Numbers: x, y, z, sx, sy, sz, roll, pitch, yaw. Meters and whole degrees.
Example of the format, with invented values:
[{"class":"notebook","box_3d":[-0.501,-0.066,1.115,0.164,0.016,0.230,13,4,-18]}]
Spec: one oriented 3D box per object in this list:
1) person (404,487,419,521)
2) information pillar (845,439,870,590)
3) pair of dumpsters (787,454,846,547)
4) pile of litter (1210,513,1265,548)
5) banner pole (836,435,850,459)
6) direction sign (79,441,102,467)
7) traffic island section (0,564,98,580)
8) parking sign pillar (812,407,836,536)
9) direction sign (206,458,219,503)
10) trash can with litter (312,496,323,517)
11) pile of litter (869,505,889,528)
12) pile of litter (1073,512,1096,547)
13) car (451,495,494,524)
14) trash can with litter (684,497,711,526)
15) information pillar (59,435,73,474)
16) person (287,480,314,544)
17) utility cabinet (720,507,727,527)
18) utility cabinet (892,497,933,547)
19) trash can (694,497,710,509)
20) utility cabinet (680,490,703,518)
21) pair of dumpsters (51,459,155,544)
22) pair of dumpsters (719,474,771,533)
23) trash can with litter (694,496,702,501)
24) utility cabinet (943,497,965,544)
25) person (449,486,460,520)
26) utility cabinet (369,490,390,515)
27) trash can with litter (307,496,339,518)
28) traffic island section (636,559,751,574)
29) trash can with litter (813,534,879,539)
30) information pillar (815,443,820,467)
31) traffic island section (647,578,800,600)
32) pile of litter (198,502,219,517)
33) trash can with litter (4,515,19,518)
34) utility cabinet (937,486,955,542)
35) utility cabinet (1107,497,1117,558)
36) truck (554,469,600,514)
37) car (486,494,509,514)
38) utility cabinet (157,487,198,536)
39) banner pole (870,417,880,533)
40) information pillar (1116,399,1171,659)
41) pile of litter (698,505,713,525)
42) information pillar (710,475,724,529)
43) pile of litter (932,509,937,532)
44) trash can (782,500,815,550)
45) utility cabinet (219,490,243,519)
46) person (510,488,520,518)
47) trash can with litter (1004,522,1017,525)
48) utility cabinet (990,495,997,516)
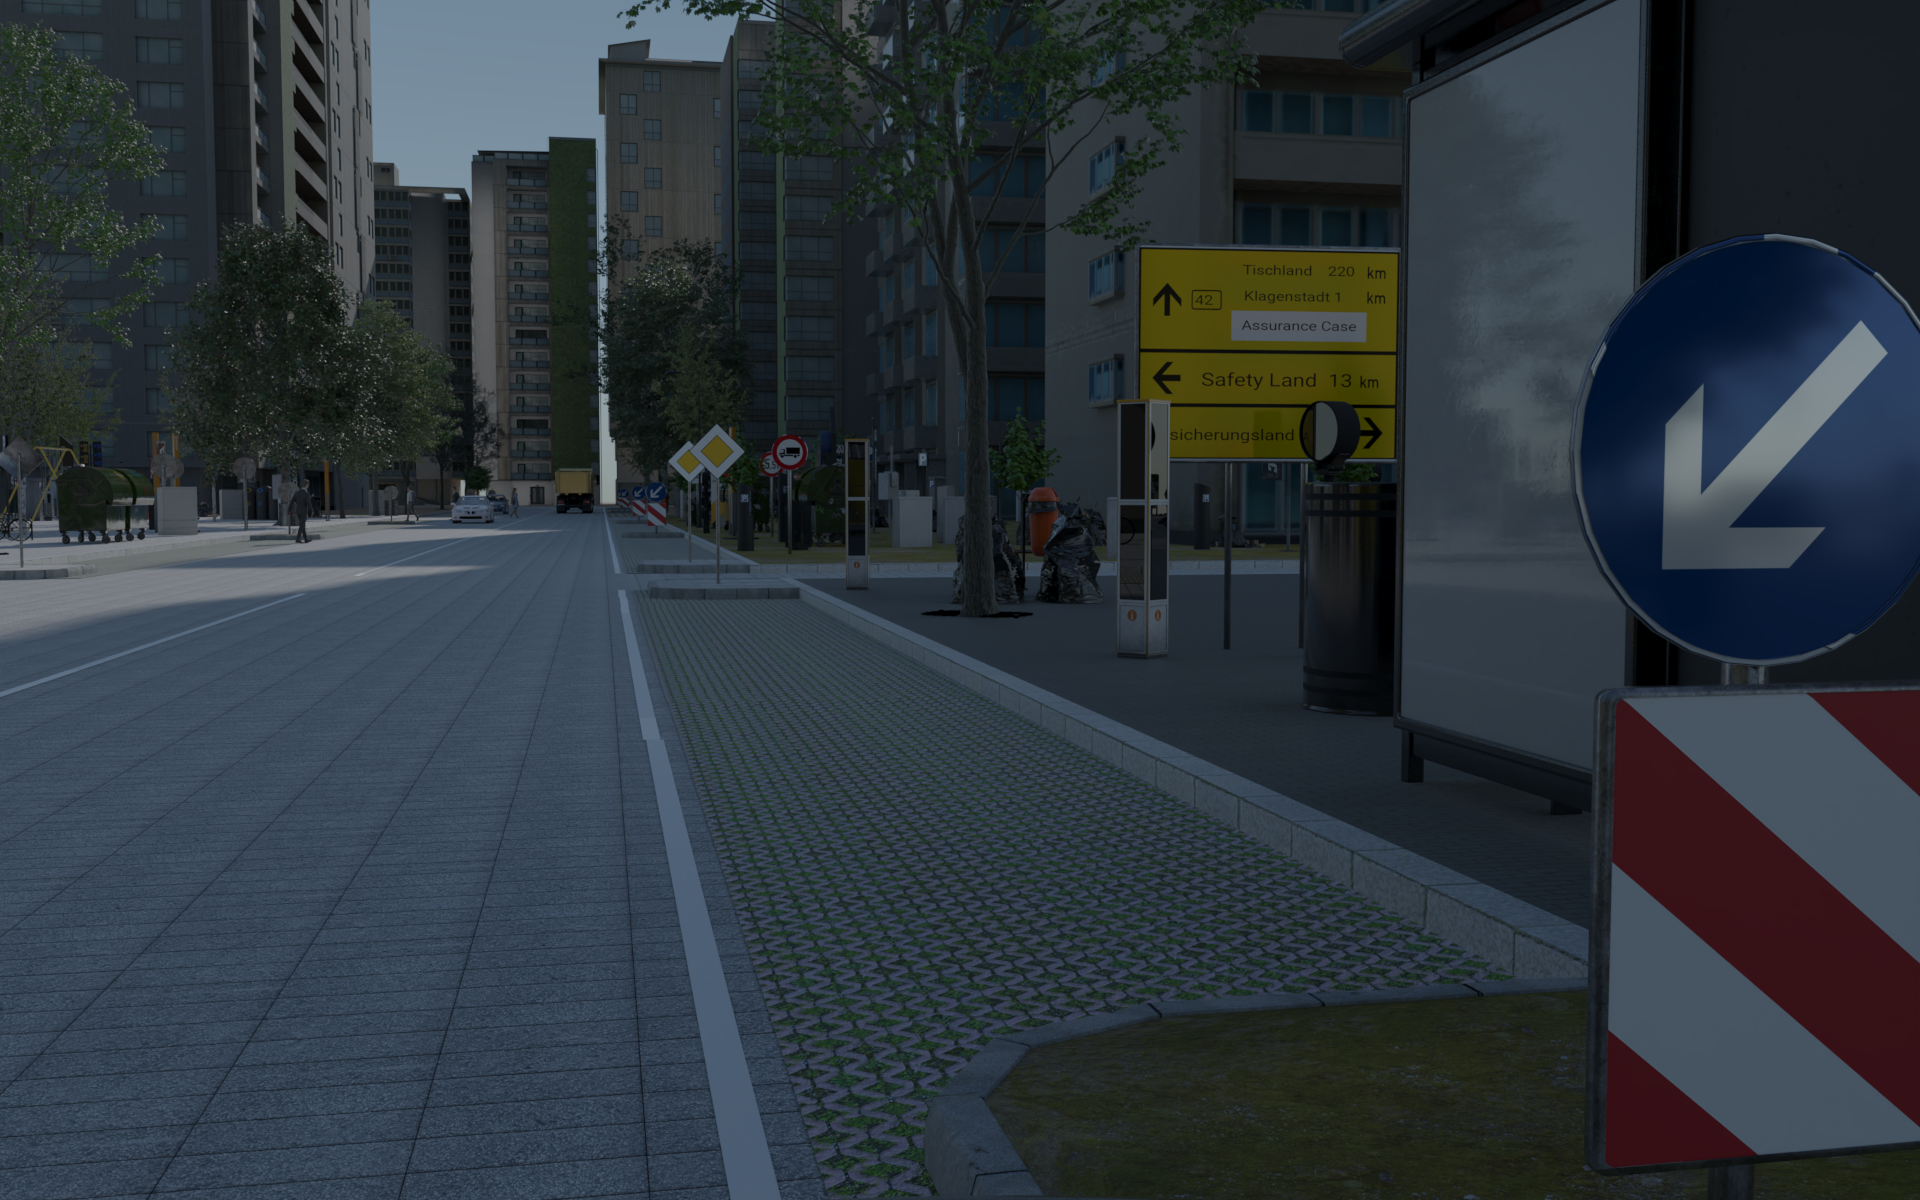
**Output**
[{"class":"person","box_3d":[-28.910,-5.058,91.297,0.850,1.850,0.679,1,4,16]},{"class":"information pillar","box_3d":[-1.374,-1.147,23.242,0.304,2.012,0.304,0,4,1]},{"class":"pair of dumpsters","box_3d":[-3.367,-2.526,43.801,1.574,2.255,4.437,-1,4,-12]},{"class":"pile of litter","box_3d":[6.690,-1.708,41.889,1.176,0.858,1.719,-1,4,-12]},{"class":"banner pole","box_3d":[-4.962,-5.111,73.576,0.863,3.779,0.401,0,4,0]},{"class":"direction sign","box_3d":[-37.365,-5.047,74.518,0.876,3.537,0.379,-3,5,-41]},{"class":"traffic island section","box_3d":[-16.410,-0.488,30.263,2.009,0.180,2.903,-1,4,-12]},{"class":"parking sign pillar","box_3d":[-4.013,-3.946,52.989,1.447,3.967,1.447,0,4,-7]},{"class":"direction sign","box_3d":[-42.910,-6.571,99.440,0.876,3.537,0.379,1,4,18]},{"class":"trash can with litter","box_3d":[-35.772,-5.189,96.225,0.624,1.170,1.055,0,4,-6]},{"class":"pile of litter","box_3d":[-3.433,-3.196,66.215,1.719,0.858,1.176,-2,4,-27]},{"class":"pile of litter","box_3d":[2.613,-1.635,40.697,1.176,0.858,1.719,2,4,32]},{"class":"car","box_3d":[-24.137,-4.497,85.895,2.083,1.381,4.827,-1,4,-13]},{"class":"trash can with litter","box_3d":[-10.438,-3.519,68.919,1.055,1.170,0.624,1,4,12]},{"class":"information pillar","box_3d":[-35.216,-4.706,68.297,0.504,3.616,0.183,0,4,-3]},{"class":"person","box_3d":[-19.032,-2.567,50.250,0.659,1.850,0.755,2,4,27]},{"class":"utility cabinet","box_3d":[-8.746,-3.541,66.572,1.173,1.500,0.318,-2,4,-25]},{"class":"utility cabinet","box_3d":[-1.157,-1.885,41.979,1.020,1.237,0.306,-3,4,-38]},{"class":"trash can","box_3d":[-11.538,-4.027,77.489,0.748,1.137,0.748,0,3,0]},{"class":"utility cabinet","box_3d":[-14.034,-5.003,90.473,1.173,1.500,0.318,-3,4,-38]},{"class":"pair of dumpsters","box_3d":[-22.848,-2.675,46.231,1.574,2.255,4.437,-1,4,-12]},{"class":"pair of dumpsters","box_3d":[-7.329,-3.481,59.415,1.574,2.255,4.437,-1,4,-12]},{"class":"trash can with litter","box_3d":[-12.400,-4.523,85.014,2.233,1.210,1.678,0,4,-5]},{"class":"utility cabinet","box_3d":[0.081,-2.061,44.867,1.020,1.237,0.306,0,4,-4]},{"class":"person","box_3d":[-26.997,-5.155,92.566,0.755,1.850,0.659,-2,4,-32]},{"class":"utility cabinet","box_3d":[-34.350,-5.738,102.493,1.173,1.500,0.318,0,4,-3]},{"class":"trash can with litter","box_3d":[-34.728,-5.036,93.403,2.233,1.210,1.678,-1,4,-10]},{"class":"traffic island section","box_3d":[-5.059,-0.631,32.603,2.009,0.180,2.903,-1,4,-12]},{"class":"trash can with litter","box_3d":[-3.498,-2.379,49.957,2.233,1.210,1.678,0,4,3]},{"class":"information pillar","box_3d":[-6.026,-5.081,74.434,0.504,3.616,0.183,3,5,43]},{"class":"traffic island section","box_3d":[-3.437,-0.153,24.784,2.009,0.180,2.903,-1,4,-12]},{"class":"pile of litter","box_3d":[-41.786,-5.041,96.386,1.176,0.858,1.719,0,4,5]},{"class":"trash can with litter","box_3d":[-51.019,-5.105,94.525,2.233,1.210,1.678,-2,4,-34]},{"class":"utility cabinet","box_3d":[-0.390,-2.299,46.266,0.318,1.500,1.173,1,4,9]},{"class":"utility cabinet","box_3d":[3.451,-1.431,34.556,1.020,1.237,0.306,1,4,13]},{"class":"truck","box_3d":[-29.007,-8.243,130.696,3.469,3.379,9.791,-1,4,-10]},{"class":"car","box_3d":[-33.179,-6.826,123.613,2.014,1.417,4.499,-1,4,-11]},{"class":"utility cabinet","box_3d":[-24.032,-2.722,53.176,0.318,1.500,1.173,2,4,30]},{"class":"banner pole","box_3d":[-2.765,-4.052,56.260,0.401,3.779,0.863,-1,4,-12]},{"class":"information pillar","box_3d":[1.436,-0.555,13.570,0.304,2.012,0.304,3,5,41]},{"class":"pile of litter","box_3d":[-10.370,-3.486,70.966,1.176,0.858,1.719,3,5,39]},{"class":"information pillar","box_3d":[-8.957,-4.435,63.873,0.504,3.616,0.183,1,4,9]},{"class":"pile of litter","box_3d":[-0.777,-2.747,58.883,1.176,0.858,1.719,-1,4,-13]},{"class":"trash can","box_3d":[-3.694,-1.708,39.578,0.748,1.137,0.748,0,3,0]},{"class":"utility cabinet","box_3d":[-36.801,-4.826,87.585,0.318,1.500,1.173,3,5,43]},{"class":"person","box_3d":[-26.697,-5.816,103.693,0.778,1.811,0.616,2,4,31]},{"class":"trash can with litter","box_3d":[1.238,-3.705,71.634,2.233,1.210,1.678,1,4,9]},{"class":"utility cabinet","box_3d":[0.896,-3.221,63.818,1.020,1.237,0.306,-3,4,-39]}]
